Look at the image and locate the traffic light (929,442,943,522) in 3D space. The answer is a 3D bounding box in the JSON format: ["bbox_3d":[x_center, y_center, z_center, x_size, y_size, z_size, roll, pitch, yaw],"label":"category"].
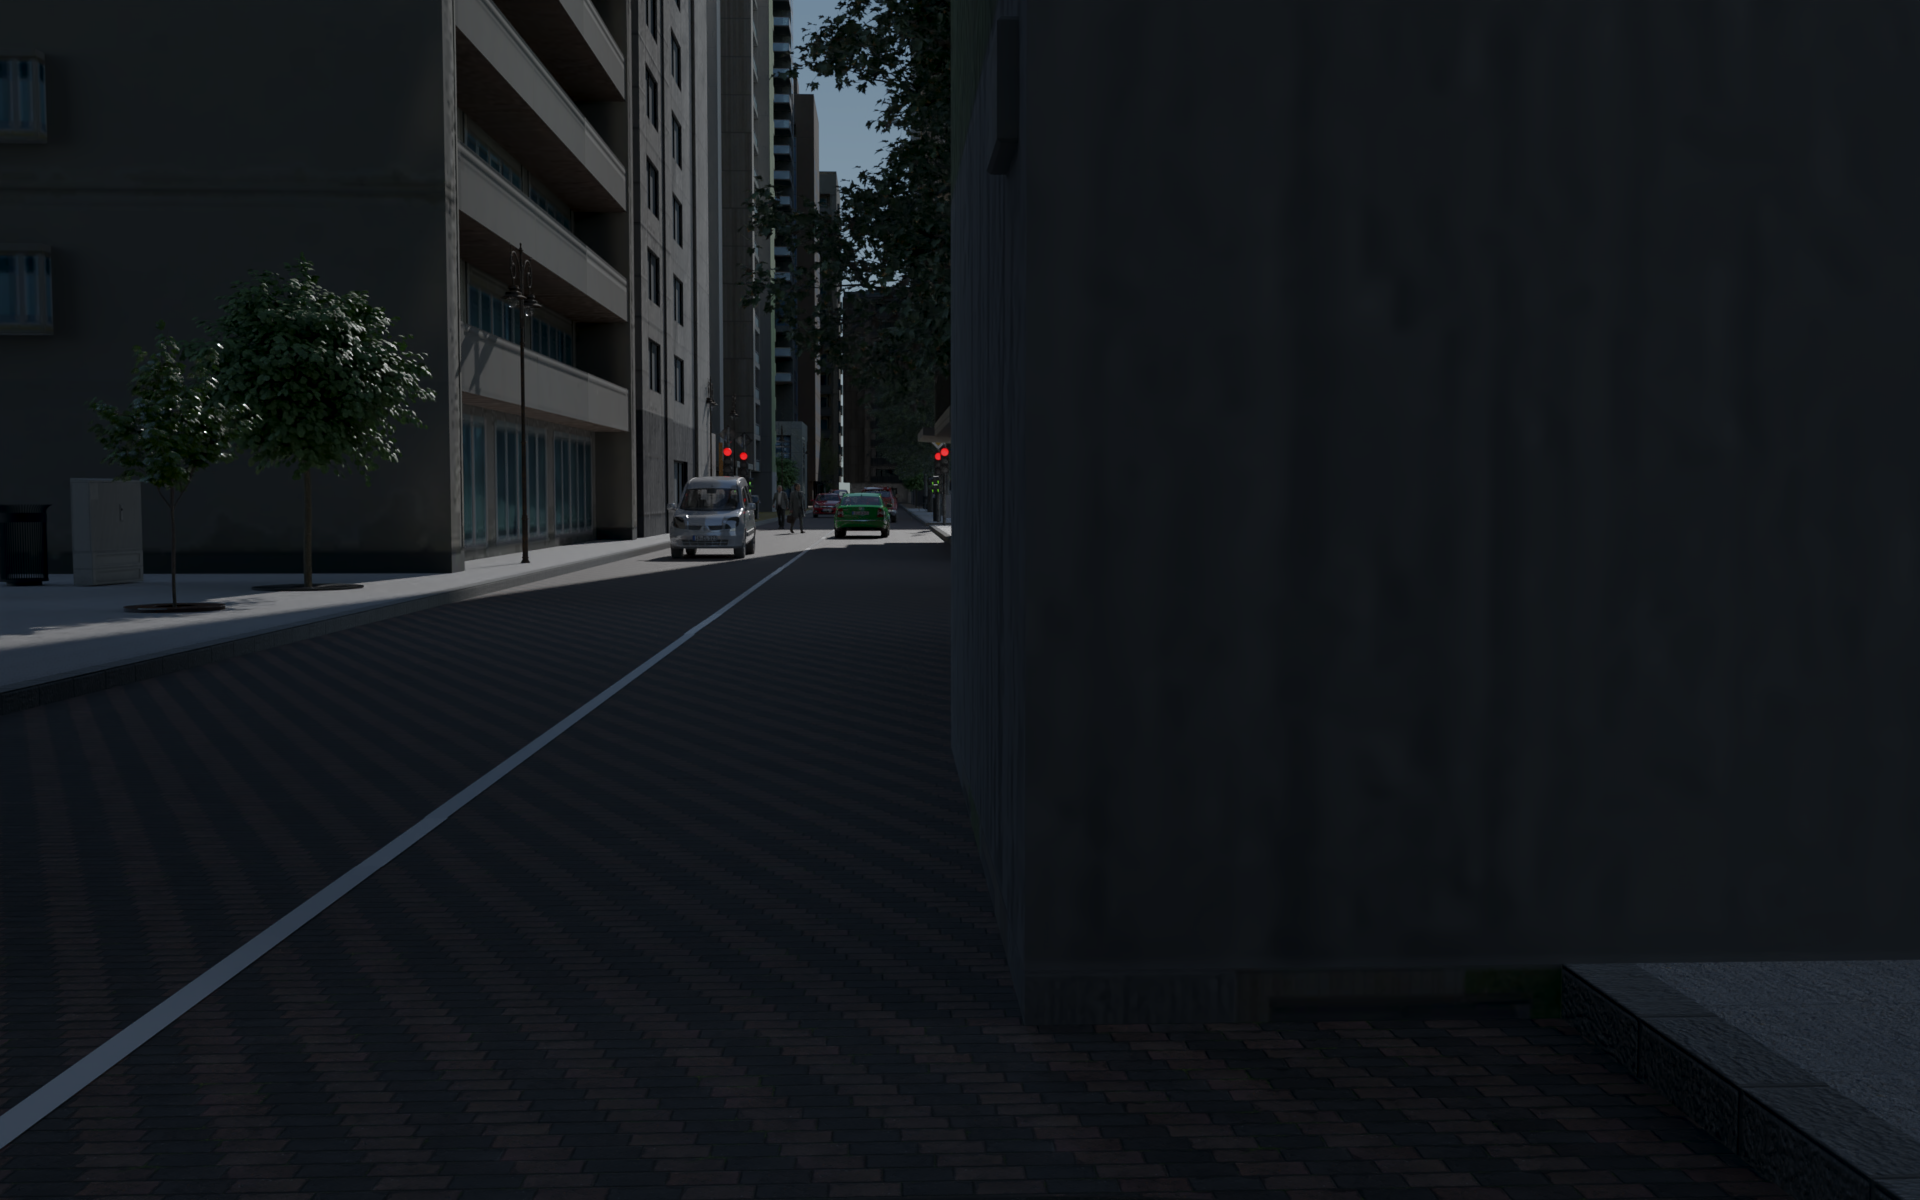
[{"bbox_3d":[-1.001,-5.476,78.453,0.839,4.253,0.868,0,4,-2],"label":"traffic light"}]

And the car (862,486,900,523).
[{"bbox_3d":[-4.217,-4.863,88.187,2.281,1.827,5.304,0,4,-2],"label":"car"}]

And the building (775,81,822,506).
[{"bbox_3d":[-22.579,-33.035,190.240,14.600,45.320,14.200,0,4,-2],"label":"building"}]

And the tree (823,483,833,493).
[{"bbox_3d":[-17.727,-14.435,230.605,1.663,3.219,1.824,0,3,0],"label":"tree"}]

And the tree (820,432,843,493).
[{"bbox_3d":[-15.684,-15.392,202.021,4.737,8.622,4.395,0,3,0],"label":"tree"}]

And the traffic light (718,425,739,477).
[{"bbox_3d":[-9.355,-4.964,70.082,0.839,4.253,0.868,0,4,-2],"label":"traffic light"}]

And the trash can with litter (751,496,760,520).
[{"bbox_3d":[-10.326,-4.600,86.595,0.624,1.170,1.055,0,4,-1],"label":"trash can with litter"}]

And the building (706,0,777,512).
[{"bbox_3d":[-20.428,-26.764,121.192,14.154,41.232,14.086,0,4,-2],"label":"building"}]

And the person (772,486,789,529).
[{"bbox_3d":[-7.337,-3.780,70.709,0.661,1.777,0.834,0,4,-3],"label":"person"}]

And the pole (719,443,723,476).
[{"bbox_3d":[-9.466,-4.574,68.630,0.158,3.312,0.155,0,3,0],"label":"pole"}]

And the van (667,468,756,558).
[{"bbox_3d":[-5.674,-2.016,39.979,2.013,2.044,4.112,0,4,-2],"label":"van"}]

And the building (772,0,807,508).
[{"bbox_3d":[-25.825,-52.207,166.262,22.319,86.520,31.000,0,4,-2],"label":"building"}]

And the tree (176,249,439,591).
[{"bbox_3d":[-8.790,-2.424,23.346,4.285,4.588,4.351,0,3,0],"label":"tree"}]

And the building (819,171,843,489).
[{"bbox_3d":[-27.720,-38.088,246.437,21.600,48.544,21.300,0,4,-2],"label":"building"}]

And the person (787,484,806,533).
[{"bbox_3d":[-5.926,-3.336,63.150,0.694,1.812,0.767,-2,4,-31],"label":"person"}]

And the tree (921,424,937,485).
[{"bbox_3d":[-1.902,-11.041,130.887,4.737,8.622,4.395,0,3,0],"label":"tree"}]

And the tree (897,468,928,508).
[{"bbox_3d":[-4.082,-10.617,157.308,4.285,4.588,4.351,0,3,0],"label":"tree"}]

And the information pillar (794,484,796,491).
[{"bbox_3d":[-11.559,-7.207,122.326,0.304,2.012,0.304,1,4,8],"label":"information pillar"}]

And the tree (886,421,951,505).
[{"bbox_3d":[-3.410,-14.173,149.853,7.486,12.596,7.792,0,3,0],"label":"tree"}]

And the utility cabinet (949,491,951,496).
[{"bbox_3d":[-0.288,-6.561,115.958,1.173,1.500,0.318,2,4,23],"label":"utility cabinet"}]

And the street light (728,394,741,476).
[{"bbox_3d":[-10.193,-6.452,78.282,0.468,5.910,1.993,0,4,-2],"label":"street light"}]

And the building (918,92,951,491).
[{"bbox_3d":[10.354,-35.666,172.377,28.713,52.752,27.495,0,4,-2],"label":"building"}]

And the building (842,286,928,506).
[{"bbox_3d":[-9.540,-28.885,243.976,14.107,30.474,14.160,0,4,-2],"label":"building"}]

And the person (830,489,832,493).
[{"bbox_3d":[-9.236,-7.082,124.690,0.834,1.777,0.661,-1,4,-23],"label":"person"}]

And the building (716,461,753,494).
[{"bbox_3d":[-27.927,-24.587,93.882,32.217,40.220,23.993,0,4,-2],"label":"building"}]

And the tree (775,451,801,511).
[{"bbox_3d":[-13.798,-9.070,132.001,4.285,4.588,4.351,0,3,0],"label":"tree"}]

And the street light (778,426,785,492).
[{"bbox_3d":[-11.807,-8.695,114.950,0.468,5.910,1.993,0,4,-2],"label":"street light"}]

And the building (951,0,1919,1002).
[{"bbox_3d":[6.886,-19.997,10.539,14.154,41.232,14.086,0,4,-2],"label":"building"}]

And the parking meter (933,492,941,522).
[{"bbox_3d":[-1.078,-4.436,80.935,0.372,1.533,0.369,0,3,0],"label":"parking meter"}]

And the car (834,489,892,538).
[{"bbox_3d":[-3.269,-3.029,58.328,1.959,1.807,4.718,0,4,-1],"label":"car"}]

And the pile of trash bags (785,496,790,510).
[{"bbox_3d":[-14.288,-7.918,139.209,1.912,1.369,3.447,2,4,26],"label":"pile of trash bags"}]

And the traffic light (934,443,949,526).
[{"bbox_3d":[-0.652,-4.988,70.476,0.839,4.253,0.868,0,4,-2],"label":"traffic light"}]

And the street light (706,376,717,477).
[{"bbox_3d":[-9.808,-5.837,68.227,0.468,5.910,1.993,0,4,-2],"label":"street light"}]

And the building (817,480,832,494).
[{"bbox_3d":[-30.877,-34.377,216.694,28.867,44.769,22.147,0,4,-2],"label":"building"}]

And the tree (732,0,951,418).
[{"bbox_3d":[1.949,-6.623,25.292,9.611,12.733,9.660,0,3,0],"label":"tree"}]

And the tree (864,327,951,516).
[{"bbox_3d":[-1.984,-13.166,121.922,9.857,13.997,8.962,0,3,0],"label":"tree"}]

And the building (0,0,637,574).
[{"bbox_3d":[-19.313,-25.250,36.541,21.300,48.544,21.600,0,4,-2],"label":"building"}]

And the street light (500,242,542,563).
[{"bbox_3d":[-8.083,-3.624,32.037,0.468,5.910,1.993,0,4,-2],"label":"street light"}]

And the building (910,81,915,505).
[{"bbox_3d":[4.362,-41.167,215.080,21.231,58.520,28.212,0,4,-2],"label":"building"}]

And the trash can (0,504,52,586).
[{"bbox_3d":[-13.112,-0.770,24.242,0.748,1.137,0.748,0,3,0],"label":"trash can"}]

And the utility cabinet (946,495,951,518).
[{"bbox_3d":[-0.570,-5.026,93.343,0.306,1.237,1.020,0,4,3],"label":"utility cabinet"}]

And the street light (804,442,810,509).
[{"bbox_3d":[-13.344,-10.929,151.483,0.468,5.910,1.993,0,4,-2],"label":"street light"}]

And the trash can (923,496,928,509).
[{"bbox_3d":[-2.828,-8.227,146.170,0.748,1.137,0.748,0,3,0],"label":"trash can"}]

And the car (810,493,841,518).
[{"bbox_3d":[-8.094,-5.948,106.294,2.155,1.783,4.494,0,4,-3],"label":"car"}]

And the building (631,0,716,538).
[{"bbox_3d":[-19.868,-37.927,58.364,20.611,71.187,20.563,0,4,-2],"label":"building"}]

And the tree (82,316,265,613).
[{"bbox_3d":[-8.817,-1.496,19.060,1.663,3.219,1.824,0,3,0],"label":"tree"}]

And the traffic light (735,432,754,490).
[{"bbox_3d":[-9.703,-5.452,78.059,0.839,4.253,0.868,0,4,-2],"label":"traffic light"}]

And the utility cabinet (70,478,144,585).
[{"bbox_3d":[-12.049,-0.968,24.509,0.318,1.500,1.173,0,4,7],"label":"utility cabinet"}]

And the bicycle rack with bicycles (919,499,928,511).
[{"bbox_3d":[-1.785,-6.995,127.749,2.852,0.926,2.925,-2,4,-28],"label":"bicycle rack with bicycles"}]

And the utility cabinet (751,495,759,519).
[{"bbox_3d":[-10.830,-4.744,88.720,1.020,1.237,0.306,-2,4,-29],"label":"utility cabinet"}]

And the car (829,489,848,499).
[{"bbox_3d":[-9.806,-8.011,139.660,2.281,1.827,5.304,0,4,-4],"label":"car"}]
